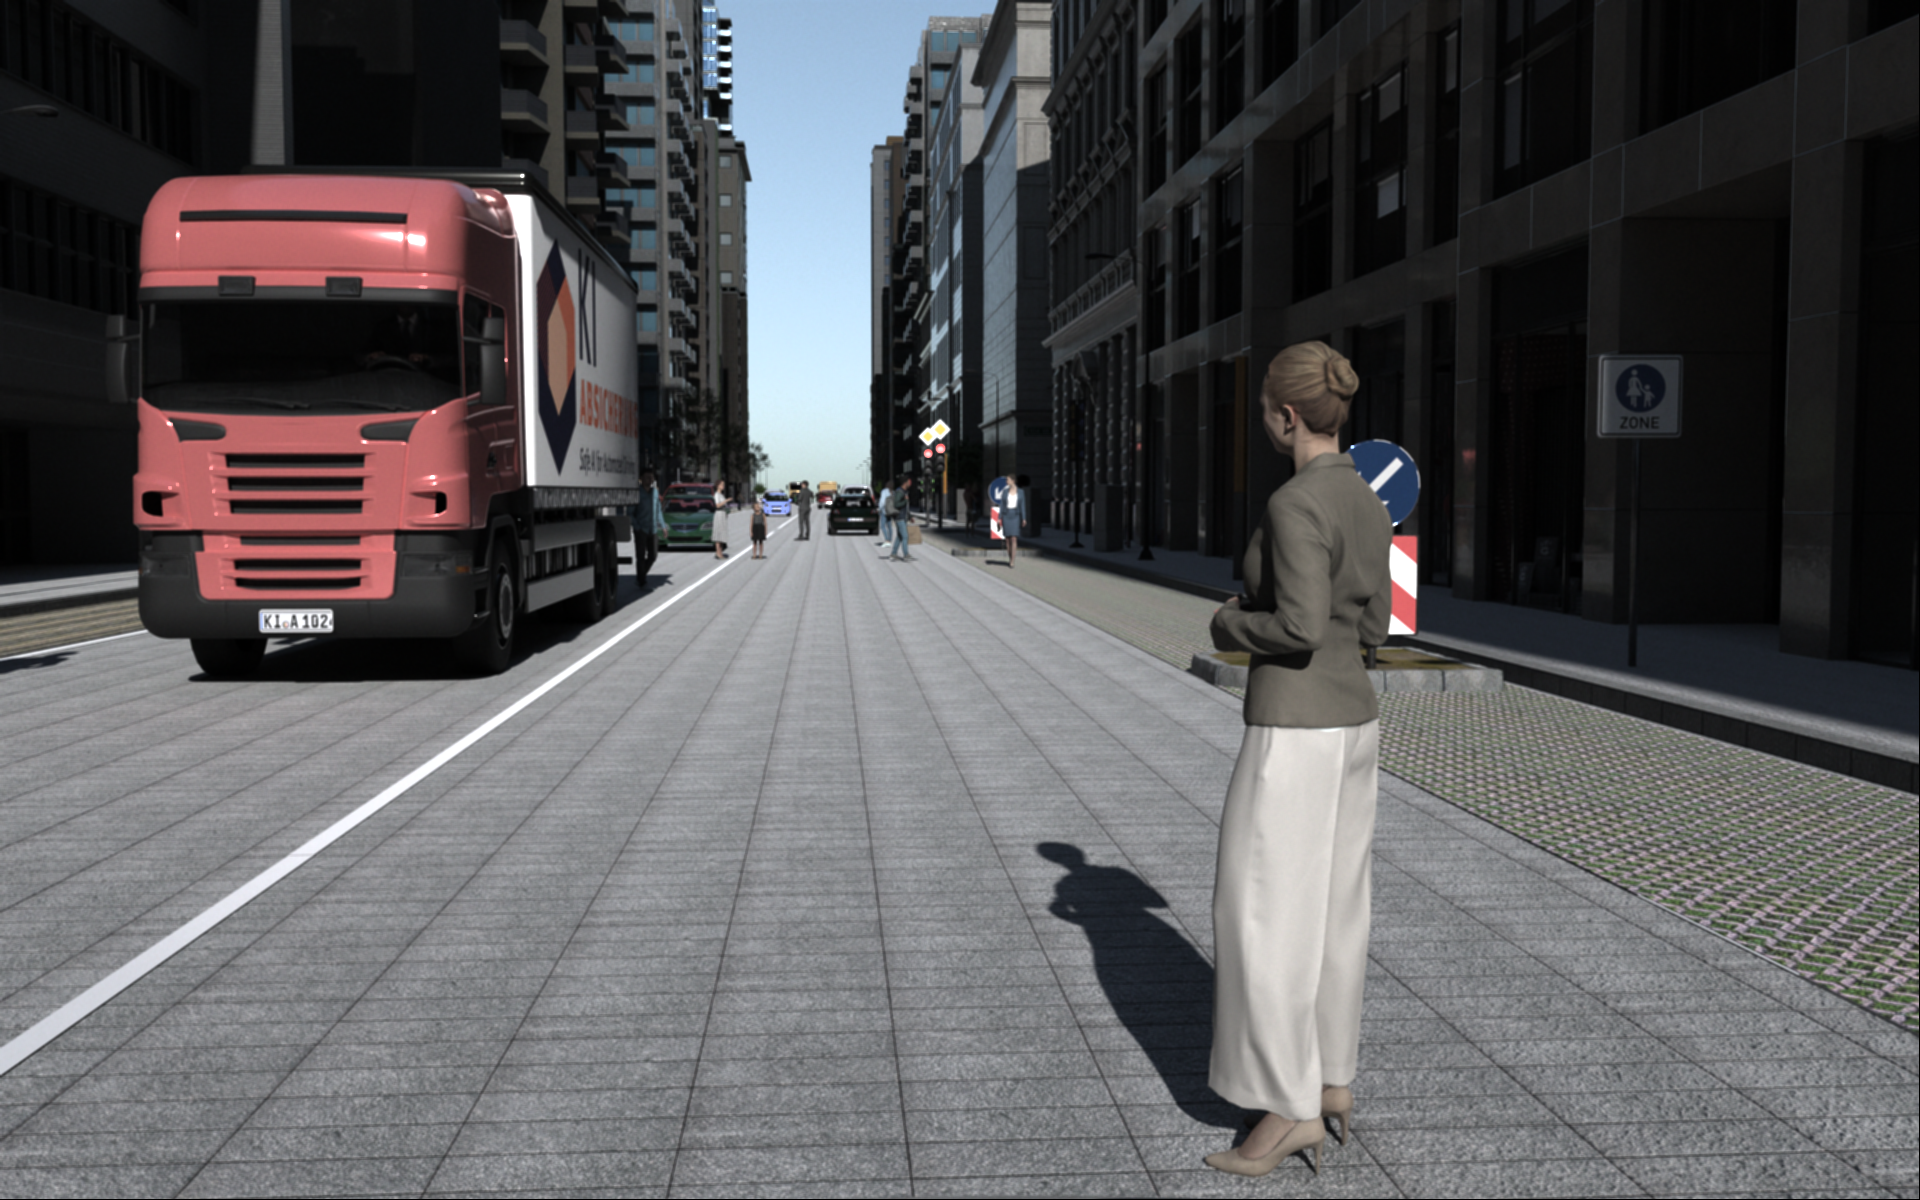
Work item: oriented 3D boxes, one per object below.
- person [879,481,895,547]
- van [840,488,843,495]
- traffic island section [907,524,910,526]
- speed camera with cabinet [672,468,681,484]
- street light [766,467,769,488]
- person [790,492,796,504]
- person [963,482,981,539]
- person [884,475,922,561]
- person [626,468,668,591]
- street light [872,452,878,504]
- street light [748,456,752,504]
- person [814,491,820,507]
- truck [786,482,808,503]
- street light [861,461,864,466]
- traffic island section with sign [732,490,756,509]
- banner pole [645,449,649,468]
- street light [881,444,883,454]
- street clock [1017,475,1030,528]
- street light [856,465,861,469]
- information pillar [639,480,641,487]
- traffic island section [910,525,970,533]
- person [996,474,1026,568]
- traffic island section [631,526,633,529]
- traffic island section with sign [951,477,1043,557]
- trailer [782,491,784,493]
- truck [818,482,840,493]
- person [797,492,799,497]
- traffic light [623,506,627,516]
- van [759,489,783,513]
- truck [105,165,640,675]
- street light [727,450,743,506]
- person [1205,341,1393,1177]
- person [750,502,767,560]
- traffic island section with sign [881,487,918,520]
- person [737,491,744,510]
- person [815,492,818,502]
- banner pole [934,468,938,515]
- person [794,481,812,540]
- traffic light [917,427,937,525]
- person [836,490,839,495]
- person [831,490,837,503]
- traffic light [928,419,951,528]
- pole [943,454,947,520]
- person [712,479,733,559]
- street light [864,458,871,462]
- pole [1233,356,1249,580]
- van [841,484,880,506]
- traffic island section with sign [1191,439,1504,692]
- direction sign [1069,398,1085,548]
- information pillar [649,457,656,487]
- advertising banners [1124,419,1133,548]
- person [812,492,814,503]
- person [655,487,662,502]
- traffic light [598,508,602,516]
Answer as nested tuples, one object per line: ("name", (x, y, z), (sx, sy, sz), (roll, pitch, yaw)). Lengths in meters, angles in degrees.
("person", (-1.980, -2.355, 47.277), (0.793, 1.790, 0.793), (0, 4, 3))
("van", (-6.587, -6.017, 105.384), (2.013, 2.044, 4.112), (0, 4, -3))
("traffic island section", (-1.325, -3.096, 72.893), (2.009, 0.180, 2.903), (0, 4, -4))
("speed camera with cabinet", (-21.170, -8.477, 132.940), (0.660, 3.252, 2.038), (3, 5, 42))
("street light", (-32.242, -19.637, 293.601), (1.470, 5.913, 1.316), (0, 4, -4))
("person", (-25.243, -15.426, 261.427), (1.217, 1.735, 0.721), (2, 4, 34))
("person", (0.390, -2.873, 55.453), (0.580, 1.828, 0.573), (0, 4, -1))
("person", (-1.192, -1.730, 36.775), (0.713, 1.824, 0.794), (2, 4, 27))
("person", (-4.710, -1.058, 25.824), (0.620, 1.820, 0.660), (2, 4, 34))
("street light", (-8.923, -13.471, 192.789), (1.470, 5.913, 1.316), (0, 4, -4))
("street light", (-26.051, -14.614, 211.480), (1.470, 5.913, 1.316), (0, 4, -4))
("person", (-16.129, -11.606, 198.393), (1.348, 1.807, 0.705), (-1, 4, -17))
("truck", (-26.786, -17.722, 285.669), (3.469, 3.379, 9.791), (0, 4, -4))
("street light", (-12.892, -16.590, 243.779), (1.470, 5.913, 1.316), (0, 4, -4))
("traffic island section with sign", (-21.424, -9.911, 170.673), (1.989, 1.847, 2.006), (0, 4, -4))
("banner pole", (-17.548, -6.563, 97.323), (0.401, 3.779, 0.863), (0, 4, 1))
("street light", (-6.652, -11.519, 160.882), (1.470, 5.913, 1.316), (0, 4, -4))
("street clock", (2.370, -3.683, 64.794), (0.471, 2.002, 0.358), (2, 4, 29))
("street light", (-17.713, -20.460, 307.061), (1.470, 5.913, 1.316), (0, 4, -4))
("information pillar", (-17.210, -5.391, 92.633), (0.304, 2.012, 0.304), (-1, 4, -11))
("traffic island section", (-0.721, -2.609, 64.931), (2.009, 0.180, 2.903), (0, 4, -4))
("person", (1.029, -1.542, 33.734), (0.581, 1.822, 0.654), (1, 4, 21))
("traffic island section", (-13.931, -3.038, 71.945), (2.009, 0.180, 2.903), (0, 4, -4))
("traffic island section with sign", (0.824, -1.935, 40.272), (1.989, 1.847, 2.006), (0, 4, -4))
("trailer", (-30.780, -17.751, 297.282), (1.471, 1.999, 3.904), (0, 4, -3))
("truck", (-20.349, -16.613, 267.548), (3.469, 3.379, 9.791), (0, 4, -3))
("person", (-22.080, -13.859, 236.016), (0.541, 1.710, 0.530), (-3, 5, -44))
("traffic light", (-13.890, -5.070, 71.814), (0.839, 4.253, 0.868), (0, 4, -4))
("van", (-14.519, -7.791, 134.388), (2.013, 2.044, 4.112), (0, 4, -2))
("truck", (-5.052, -1.726, 17.141), (2.839, 4.237, 11.283), (0, 4, -4))
("street light", (-23.554, -12.696, 180.115), (1.470, 5.913, 1.316), (0, 4, -4))
("person", (0.726, 0.321, 3.801), (0.362, 1.759, 0.519), (2, 4, 35))
("person", (-4.407, -1.512, 37.887), (0.362, 1.253, 0.373), (0, 4, -2))
("traffic island section with sign", (-3.368, -5.315, 95.531), (1.989, 1.847, 2.006), (0, 4, -4))
("person", (-19.329, -8.750, 152.284), (0.721, 1.735, 1.217), (-2, 4, -34))
("person", (-24.942, -17.943, 302.388), (0.721, 1.766, 1.217), (2, 4, 29))
("banner pole", (-1.431, -7.006, 104.568), (0.401, 3.779, 0.863), (-1, 4, -16))
("person", (-4.889, -2.774, 53.656), (0.447, 1.846, 0.655), (2, 4, 35))
("traffic light", (-1.366, -5.129, 72.776), (0.839, 4.253, 0.868), (0, 4, -4))
("person", (-13.649, -11.220, 191.585), (1.348, 1.869, 0.705), (0, 4, 4))
("person", (-10.556, -8.366, 145.629), (0.623, 1.781, 0.721), (-1, 4, -11))
("traffic light", (-0.762, -4.642, 64.814), (0.839, 4.253, 0.868), (0, 4, -4))
("pole", (-0.766, -5.717, 87.310), (0.158, 3.312, 0.155), (0, 3, 0))
("person", (-5.192, -1.774, 38.068), (0.524, 1.755, 0.480), (1, 4, 9))
("street light", (-11.320, -15.390, 224.162), (1.470, 5.913, 1.316), (0, 4, -4))
("pole", (4.178, -1.952, 25.753), (0.158, 3.312, 0.155), (0, 3, 0))
("van", (-4.504, -4.244, 76.402), (2.013, 2.044, 4.112), (0, 4, -3))
("traffic island section with sign", (2.860, -0.290, 13.363), (1.989, 1.847, 2.006), (0, 4, -4))
("direction sign", (2.802, -3.027, 41.486), (0.379, 3.537, 0.876), (-1, 4, -20))
("information pillar", (-19.373, -7.203, 109.117), (0.504, 3.616, 0.183), (2, 4, 25))
("advertising banners", (4.020, -2.754, 41.221), (0.090, 3.025, 2.074), (0, 4, 2))
("person", (-23.178, -16.154, 272.761), (0.705, 1.807, 1.348), (1, 4, 9))
("person", (-15.837, -5.026, 90.852), (0.590, 1.801, 0.661), (0, 4, 2))
("traffic light", (-13.286, -4.583, 63.851), (0.839, 4.253, 0.868), (0, 4, -4))
